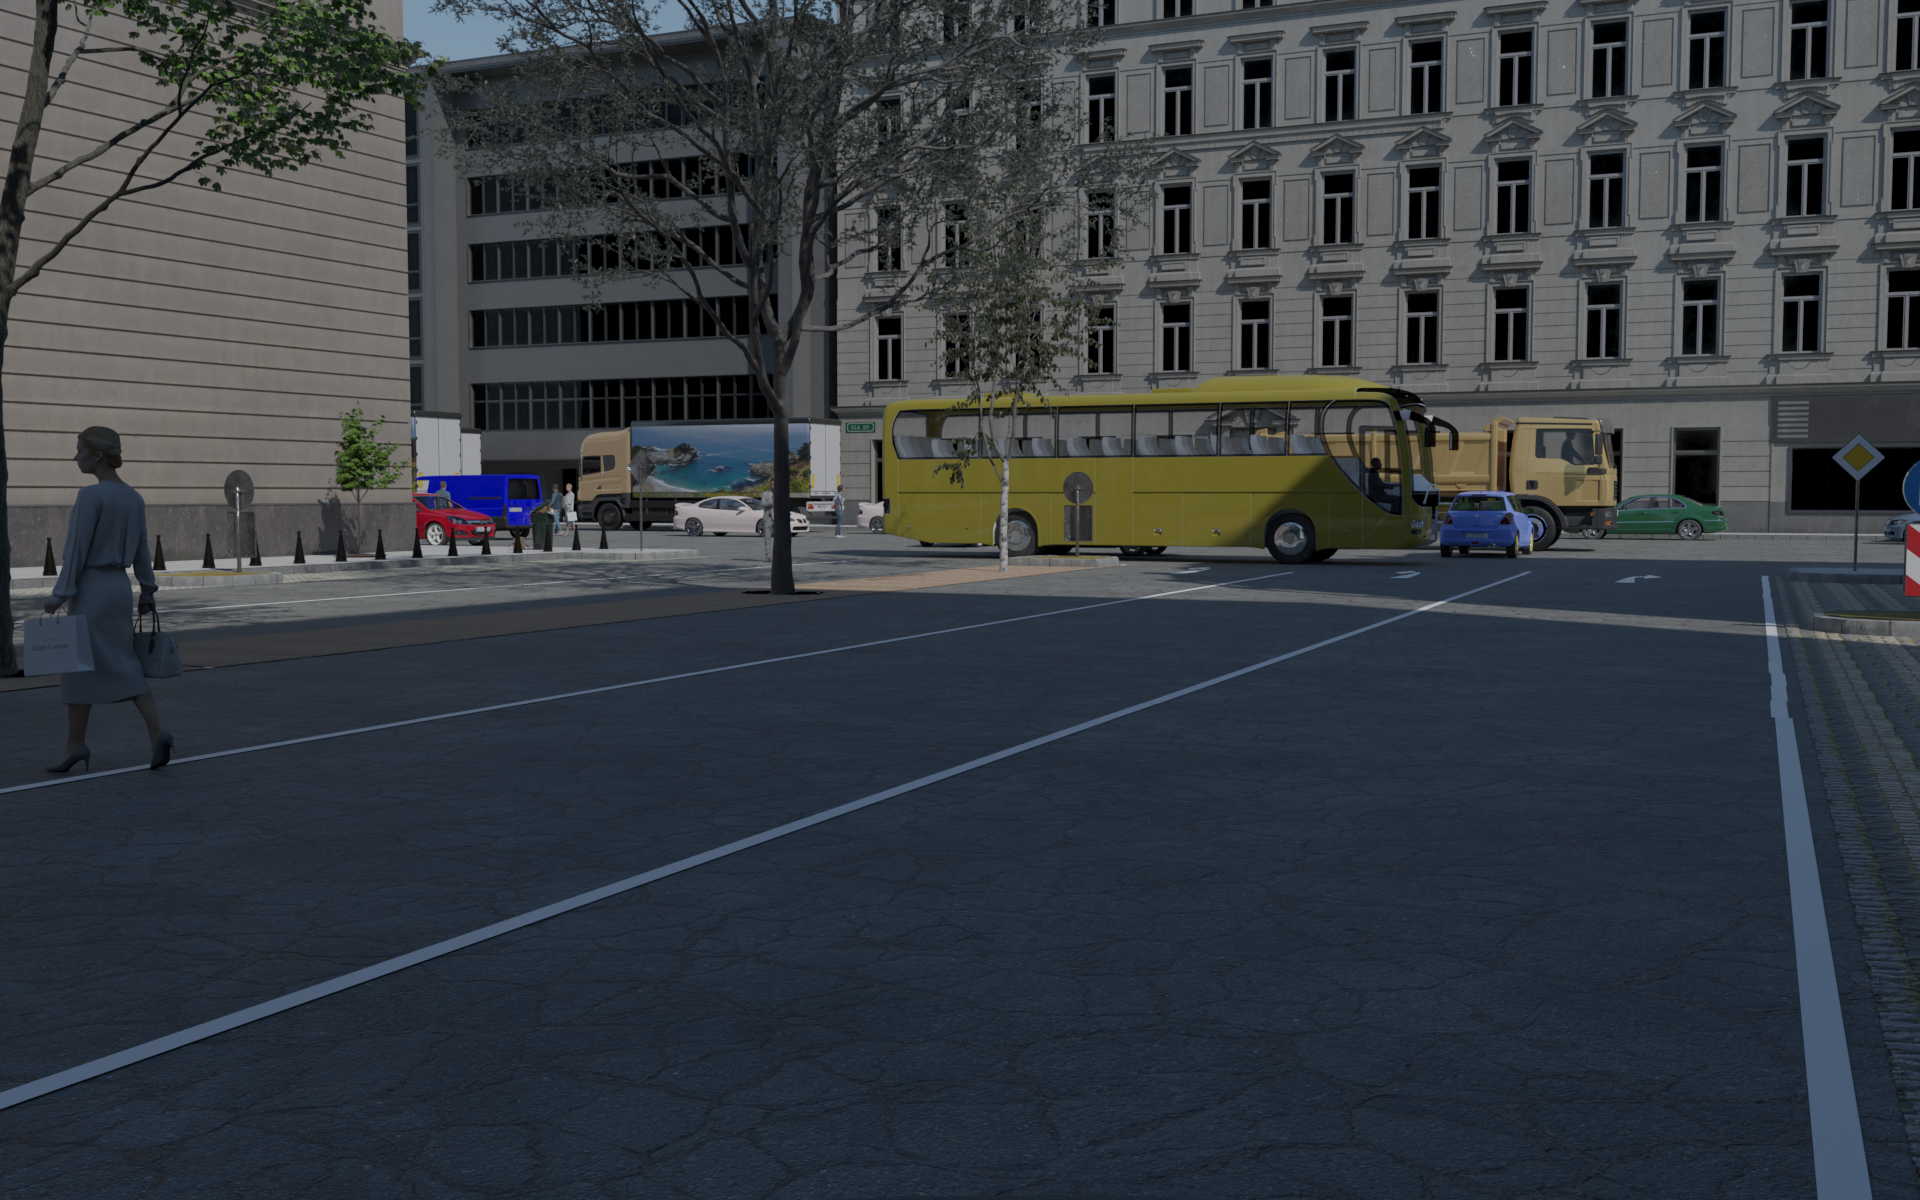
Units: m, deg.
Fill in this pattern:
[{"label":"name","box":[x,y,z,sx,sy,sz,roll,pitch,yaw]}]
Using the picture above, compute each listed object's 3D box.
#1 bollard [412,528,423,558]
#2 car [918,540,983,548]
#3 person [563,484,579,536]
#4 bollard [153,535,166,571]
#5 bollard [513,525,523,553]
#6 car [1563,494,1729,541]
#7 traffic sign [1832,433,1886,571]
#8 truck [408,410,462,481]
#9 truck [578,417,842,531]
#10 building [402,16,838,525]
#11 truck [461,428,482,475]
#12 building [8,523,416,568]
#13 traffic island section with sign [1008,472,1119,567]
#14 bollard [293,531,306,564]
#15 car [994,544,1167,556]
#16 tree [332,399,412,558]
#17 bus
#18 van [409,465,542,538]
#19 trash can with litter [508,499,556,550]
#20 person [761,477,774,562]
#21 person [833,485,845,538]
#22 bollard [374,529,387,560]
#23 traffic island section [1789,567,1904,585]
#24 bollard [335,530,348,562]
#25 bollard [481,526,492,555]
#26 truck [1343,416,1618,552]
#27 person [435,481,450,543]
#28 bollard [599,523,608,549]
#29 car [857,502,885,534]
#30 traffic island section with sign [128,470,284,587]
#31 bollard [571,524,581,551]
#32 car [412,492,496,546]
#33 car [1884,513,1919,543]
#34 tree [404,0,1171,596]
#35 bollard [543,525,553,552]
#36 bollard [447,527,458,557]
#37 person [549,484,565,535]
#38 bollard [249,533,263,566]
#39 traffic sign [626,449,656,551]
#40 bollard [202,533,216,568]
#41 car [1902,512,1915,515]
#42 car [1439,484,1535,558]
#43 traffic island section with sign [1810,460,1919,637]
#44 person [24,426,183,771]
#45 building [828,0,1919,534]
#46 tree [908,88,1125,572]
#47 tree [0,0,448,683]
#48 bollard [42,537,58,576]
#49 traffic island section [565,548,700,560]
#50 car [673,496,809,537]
[{"label":"bollard","box":[-10.867,-1.140,34.674,0.229,0.601,0.229,0,3,0]},{"label":"car","box":[0.424,-2.211,48.145,2.014,1.417,4.499,2,4,26]},{"label":"person","box":[-13.246,-3.064,58.945,0.624,1.780,0.694,-2,4,-26]},{"label":"bollard","box":[-13.444,-0.796,29.063,0.229,0.601,0.229,0,3,0]},{"label":"bollard","box":[-9.575,-1.312,37.490,0.229,0.601,0.229,0,3,0]},{"label":"car","box":[21.578,-2.620,54.632,4.920,1.459,2.131,2,4,25]},{"label":"traffic sign","box":[14.879,-1.535,28.736,0.795,2.450,0.064,2,4,25]},{"label":"truck","box":[-22.844,-4.409,61.000,11.283,4.237,2.839,1,4,23]},{"label":"truck","box":[-10.043,-4.749,66.557,11.283,4.237,2.839,2,4,25]},{"label":"building","box":[-16.710,-16.111,82.486,30.058,24.678,14.314,2,4,25]},{"label":"truck","box":[-26.028,-5.307,75.689,11.283,4.237,2.839,2,4,26]},{"label":"building","box":[-25.627,-14.736,38.192,25.104,27.353,12.463,2,4,25]},{"label":"traffic island section with sign","box":[2.156,-1.637,34.901,2.006,1.907,1.989,2,4,25]},{"label":"bollard","box":[-12.158,-0.968,31.869,0.229,0.601,0.229,0,3,0]},{"label":"car","box":[3.071,-1.795,41.144,4.920,1.459,2.131,2,4,24]},{"label":"tree","box":[-12.245,-2.477,35.109,1.663,3.219,1.824,0,3,0]},{"label":"bus","box":[4.286,-2.813,37.547,12.252,3.916,2.896,2,4,25]},{"label":"van","box":[-15.849,-3.102,55.109,5.245,2.365,2.240,2,4,26]},{"label":"trash can with litter","box":[-9.829,-1.736,39.764,1.055,1.170,0.624,-1,4,-19]},{"label":"person","box":[-3.938,-1.701,36.496,0.511,1.800,0.466,-1,4,-14]},{"label":"person","box":[-3.954,-2.900,56.641,0.376,1.734,0.841,0,4,6]},{"label":"bollard","box":[-11.298,-1.083,33.742,0.229,0.601,0.229,0,3,0]},{"label":"traffic island section","box":[14.904,-0.399,28.803,2.009,0.180,2.903,2,4,25]},{"label":"bollard","box":[-11.725,-1.025,32.802,0.229,0.601,0.229,0,3,0]},{"label":"bollard","box":[-10.005,-1.255,36.554,0.229,0.601,0.229,0,3,0]},{"label":"truck","box":[12.742,-2.999,44.962,9.791,3.379,3.469,1,4,23]},{"label":"person","box":[-15.198,-2.598,51.109,0.598,1.807,0.434,2,4,28]},{"label":"bollard","box":[-8.290,-1.483,40.291,0.229,0.601,0.229,0,3,0]},{"label":"car","box":[-1.332,-3.027,61.858,4.827,1.381,2.083,1,4,23]},{"label":"traffic island section with sign","box":[-11.992,-1.160,27.596,1.989,1.847,2.006,2,4,25]},{"label":"bollard","box":[-8.719,-1.426,39.357,0.229,0.601,0.229,0,3,0]},{"label":"car","box":[-14.855,-2.370,47.782,4.494,1.783,2.155,2,4,26]},{"label":"car","box":[28.645,-2.257,48.912,4.499,1.417,2.014,1,4,23]},{"label":"tree","box":[-2.557,-6.807,24.116,12.009,13.543,11.850,0,3,0]},{"label":"bollard","box":[-9.146,-1.369,38.423,0.229,0.601,0.229,0,3,0]},{"label":"bollard","box":[-10.434,-1.198,35.621,0.229,0.601,0.229,0,3,0]},{"label":"person","box":[-14.319,-3.217,61.446,0.721,1.781,0.623,0,4,4]},{"label":"bollard","box":[-12.585,-0.911,30.930,0.229,0.601,0.229,0,3,0]},{"label":"traffic sign","box":[-7.153,-2.152,38.835,0.795,2.450,0.064,2,4,25]},{"label":"bollard","box":[-13.017,-0.854,29.998,0.229,0.601,0.229,0,3,0]},{"label":"car","box":[29.830,-2.526,51.093,4.222,1.686,2.009,1,4,23]},{"label":"car","box":[12.290,-1.876,40.265,1.945,1.707,3.694,2,4,25]},{"label":"traffic island section with sign","box":[9.989,-0.574,18.020,1.989,1.847,2.006,2,4,25]},{"label":"person","box":[-4.390,-0.003,8.902,0.624,1.780,0.694,2,4,25]},{"label":"building","box":[17.757,-17.866,68.525,44.131,29.872,17.030,2,4,25]},{"label":"tree","box":[0.886,-4.830,31.786,4.360,8.622,3.978,0,3,0]},{"label":"tree","box":[-7.557,-5.188,13.045,9.928,11.665,9.643,0,3,0]},{"label":"bollard","box":[-14.296,-0.682,27.195,0.229,0.601,0.229,0,3,0]},{"label":"traffic island section","box":[-7.178,-1.017,38.907,2.009,0.180,2.903,2,4,25]},{"label":"car","box":[-7.390,-2.825,58.544,4.827,1.381,2.083,2,4,24]}]
